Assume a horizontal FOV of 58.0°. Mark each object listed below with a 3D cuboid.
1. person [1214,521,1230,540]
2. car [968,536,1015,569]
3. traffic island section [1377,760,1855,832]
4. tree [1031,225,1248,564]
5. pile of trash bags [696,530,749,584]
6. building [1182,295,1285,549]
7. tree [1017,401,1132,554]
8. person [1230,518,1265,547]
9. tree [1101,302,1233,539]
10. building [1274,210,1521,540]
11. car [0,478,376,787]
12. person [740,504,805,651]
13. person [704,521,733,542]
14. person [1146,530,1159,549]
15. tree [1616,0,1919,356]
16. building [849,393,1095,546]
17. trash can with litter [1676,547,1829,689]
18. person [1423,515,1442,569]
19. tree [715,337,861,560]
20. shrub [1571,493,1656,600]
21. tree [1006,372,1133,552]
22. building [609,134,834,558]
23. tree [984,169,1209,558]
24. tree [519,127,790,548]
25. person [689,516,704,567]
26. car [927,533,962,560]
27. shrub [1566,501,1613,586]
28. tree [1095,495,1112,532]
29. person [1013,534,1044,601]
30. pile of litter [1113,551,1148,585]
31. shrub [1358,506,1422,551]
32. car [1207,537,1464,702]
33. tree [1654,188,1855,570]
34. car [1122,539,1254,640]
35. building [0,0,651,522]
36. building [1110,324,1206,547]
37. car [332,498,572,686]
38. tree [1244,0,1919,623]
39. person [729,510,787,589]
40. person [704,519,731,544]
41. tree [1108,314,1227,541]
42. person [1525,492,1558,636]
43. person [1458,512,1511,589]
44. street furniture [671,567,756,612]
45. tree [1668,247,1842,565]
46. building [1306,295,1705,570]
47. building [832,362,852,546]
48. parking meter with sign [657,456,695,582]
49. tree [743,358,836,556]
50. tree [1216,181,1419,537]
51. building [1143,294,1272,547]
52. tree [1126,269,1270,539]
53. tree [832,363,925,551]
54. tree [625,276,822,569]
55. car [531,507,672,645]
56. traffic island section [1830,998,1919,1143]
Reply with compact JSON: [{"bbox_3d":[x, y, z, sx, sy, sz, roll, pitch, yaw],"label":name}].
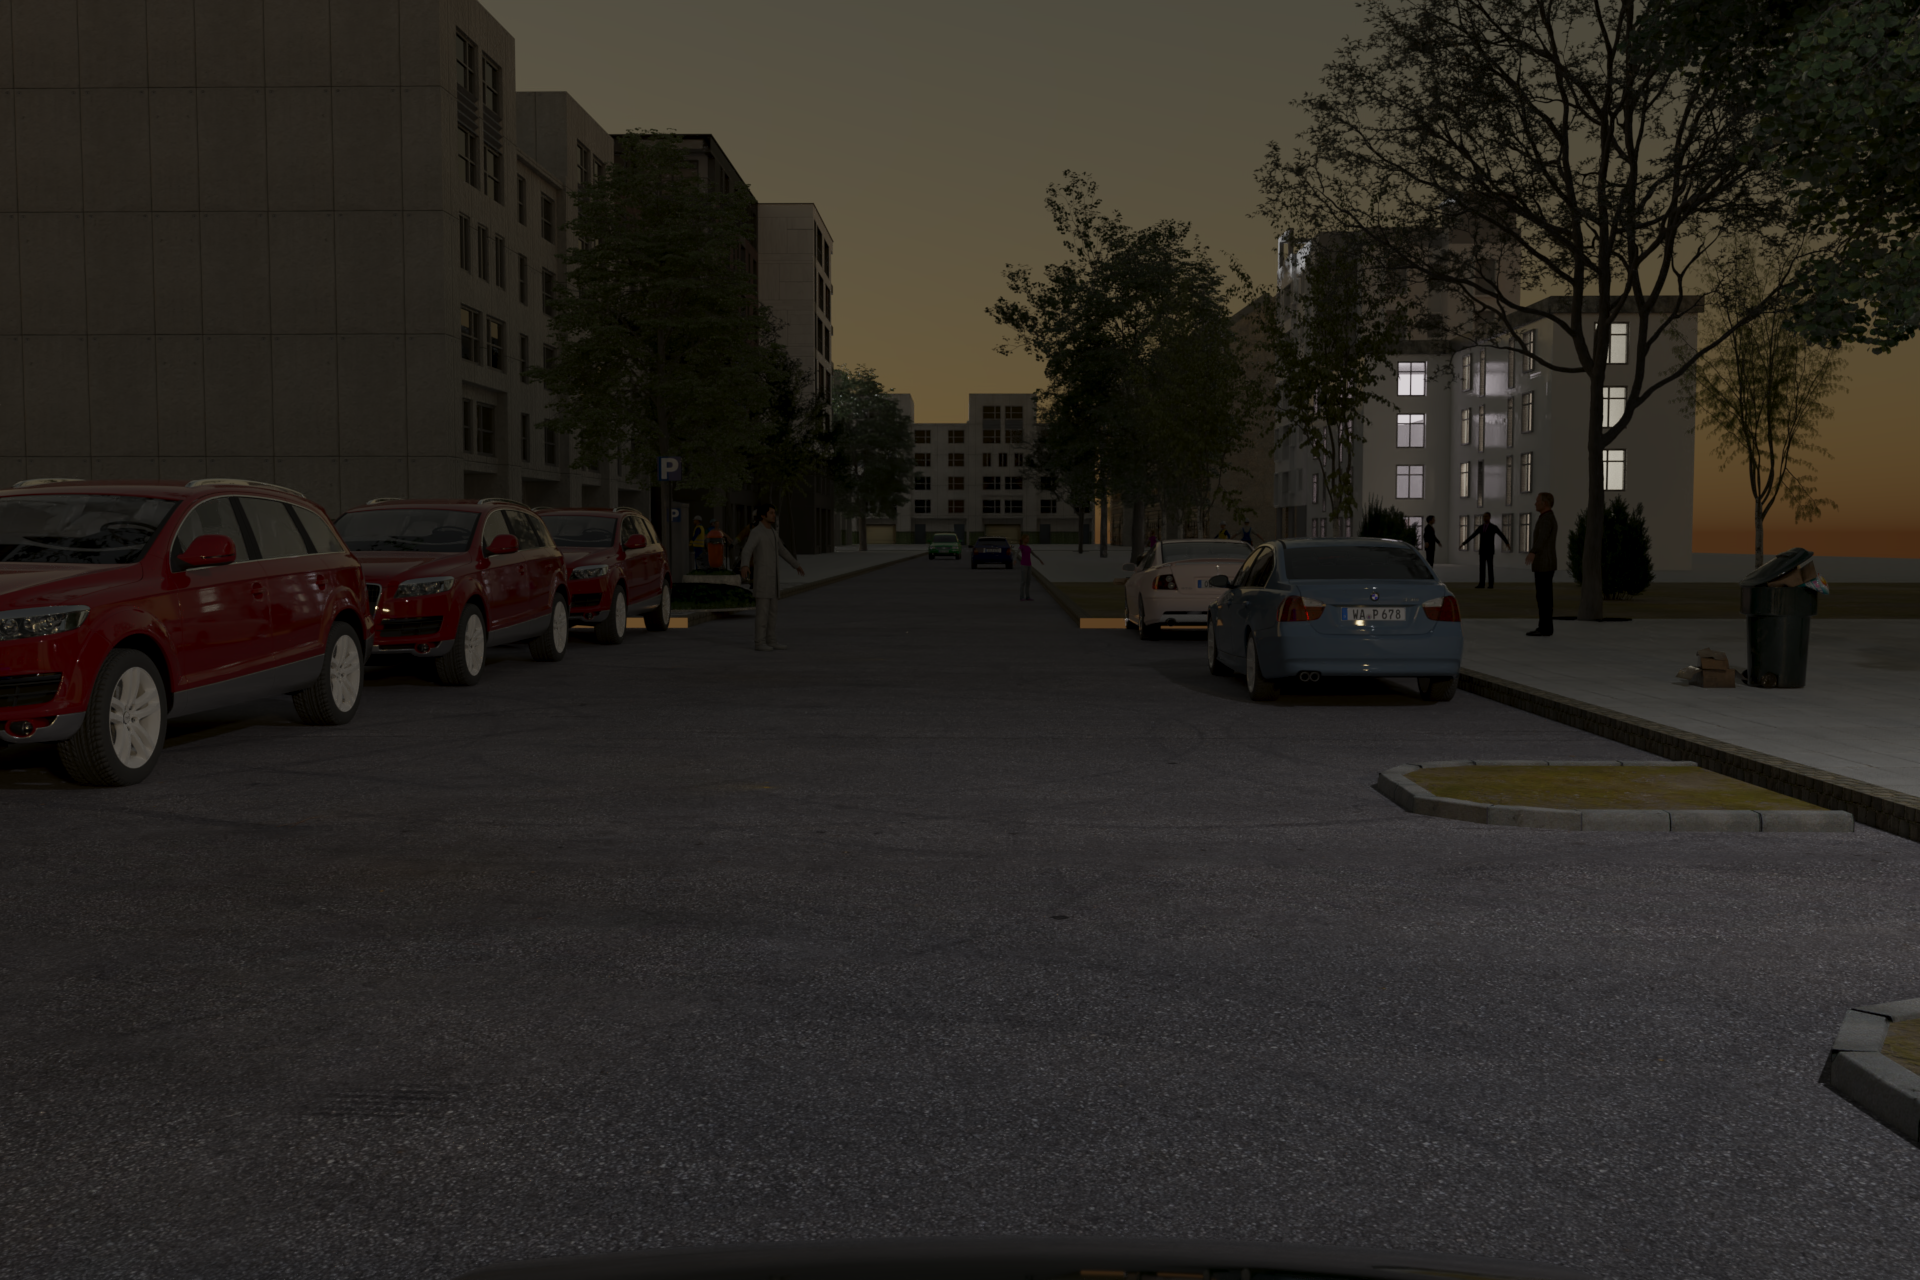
[{"bbox_3d":[9.837,-3.599,65.308,0.721,1.772,1.216,-2,4,-26],"label":"person"},{"bbox_3d":[1.314,-3.634,72.002,1.945,1.354,3.894,0,4,0],"label":"car"},{"bbox_3d":[3.330,0.828,9.336,1.991,0.108,1.994,0,4,2],"label":"traffic island section"},{"bbox_3d":[7.620,-10.181,73.118,9.857,13.997,8.962,0,3,0],"label":"tree"},{"bbox_3d":[-6.017,-2.130,44.575,1.912,1.369,3.447,0,4,2],"label":"pile of trash bags"},{"bbox_3d":[29.454,-19.403,148.174,19.493,23.208,18.063,0,4,1],"label":"building"},{"bbox_3d":[7.855,-10.903,112.680,8.767,10.594,7.601,0,4,3],"label":"tree"},{"bbox_3d":[9.932,-3.314,60.037,1.347,1.847,0.705,1,4,9],"label":"person"},{"bbox_3d":[7.161,-6.365,54.423,4.360,8.622,3.978,0,3,0],"label":"tree"},{"bbox_3d":[24.913,-15.388,108.007,16.016,20.090,11.380,0,4,1],"label":"building"},{"bbox_3d":[-5.652,-0.175,11.528,2.281,1.827,5.304,0,4,2],"label":"car"},{"bbox_3d":[-2.359,-0.778,21.360,0.705,1.806,1.347,2,4,26],"label":"person"},{"bbox_3d":[-8.115,-3.135,58.064,1.217,1.733,0.721,-2,4,-32],"label":"person"},{"bbox_3d":[7.113,-3.306,63.323,0.599,1.433,0.991,-3,4,-36],"label":"person"},{"bbox_3d":[9.402,-6.499,12.911,9.857,13.997,8.962,0,3,0],"label":"tree"},{"bbox_3d":[1.152,-21.735,224.287,31.486,18.905,16.747,0,4,0],"label":"building"},{"bbox_3d":[6.613,-0.188,14.466,1.055,1.170,0.624,0,4,1],"label":"trash can with litter"},{"bbox_3d":[13.151,-2.578,48.332,0.705,1.806,1.347,2,4,32],"label":"person"},{"bbox_3d":[-8.128,-9.010,81.720,7.601,10.594,8.767,2,4,28],"label":"tree"},{"bbox_3d":[12.745,-1.817,33.752,1.661,2.075,1.752,0,3,0],"label":"shrub"},{"bbox_3d":[8.504,-13.041,123.591,12.009,13.543,11.850,0,3,0],"label":"tree"},{"bbox_3d":[-22.981,-15.977,105.193,27.936,21.610,32.646,0,4,1],"label":"building"},{"bbox_3d":[6.424,-14.494,92.864,12.611,20.169,13.585,0,3,0],"label":"tree"},{"bbox_3d":[-8.702,-8.030,49.424,7.486,12.596,7.792,0,3,0],"label":"tree"},{"bbox_3d":[-7.893,-2.817,52.026,0.705,1.833,1.349,0,4,4],"label":"person"},{"bbox_3d":[-0.840,-5.458,98.038,1.959,1.807,4.718,0,4,2],"label":"car"},{"bbox_3d":[15.239,-2.273,41.210,1.661,2.075,1.752,0,3,0],"label":"shrub"},{"bbox_3d":[19.662,-16.419,218.804,4.360,8.622,3.978,0,3,0],"label":"tree"},{"bbox_3d":[1.452,-1.547,37.009,0.599,1.433,0.991,3,5,41],"label":"person"},{"bbox_3d":[4.444,-1.821,43.740,1.176,0.858,1.719,0,4,0],"label":"pile of litter"},{"bbox_3d":[11.307,-2.541,45.594,1.661,2.075,1.752,0,3,0],"label":"shrub"},{"bbox_3d":[3.382,-0.252,16.119,2.014,1.417,4.499,0,4,1],"label":"car"},{"bbox_3d":[17.186,-5.293,36.900,4.360,8.622,3.978,0,3,0],"label":"tree"},{"bbox_3d":[3.384,-0.754,24.690,2.083,1.381,4.827,0,4,2],"label":"car"},{"bbox_3d":[-24.047,-12.434,69.747,16.747,18.905,31.486,0,4,1],"label":"building"},{"bbox_3d":[26.071,-21.699,185.707,19.493,23.208,18.063,0,4,1],"label":"building"},{"bbox_3d":[-5.531,-0.570,17.995,2.281,1.827,5.304,0,4,2],"label":"car"},{"bbox_3d":[9.506,-7.030,25.311,12.009,13.543,11.850,0,3,0],"label":"tree"},{"bbox_3d":[-4.688,-2.101,40.113,1.354,1.858,0.705,-1,4,-13],"label":"person"},{"bbox_3d":[-8.672,-3.362,61.092,1.347,1.817,0.704,-3,5,-42],"label":"person"},{"bbox_3d":[6.747,-6.647,59.043,4.360,8.622,3.978,0,3,0],"label":"tree"},{"bbox_3d":[7.334,-0.957,21.827,0.705,1.807,1.348,2,4,26],"label":"person"},{"bbox_3d":[12.389,-2.114,40.792,0.704,1.802,1.346,-3,5,-42],"label":"person"},{"bbox_3d":[-8.454,-0.915,30.582,10.072,0.657,5.734,0,4,-2],"label":"street furniture"},{"bbox_3d":[20.616,-5.737,44.168,4.360,8.622,3.978,0,3,0],"label":"tree"},{"bbox_3d":[21.923,-8.134,75.135,9.099,9.664,28.070,0,4,1],"label":"building"},{"bbox_3d":[-21.292,-19.602,186.954,16.747,18.905,31.486,0,4,1],"label":"building"},{"bbox_3d":[-6.470,-2.661,39.766,0.543,3.016,1.738,0,4,3],"label":"parking meter with sign"},{"bbox_3d":[-7.612,-7.516,73.245,4.737,8.622,4.395,0,3,0],"label":"tree"},{"bbox_3d":[7.491,-5.193,35.270,4.737,8.622,4.395,0,3,0],"label":"tree"},{"bbox_3d":[27.901,-20.554,166.989,19.493,23.208,18.063,0,4,1],"label":"building"},{"bbox_3d":[6.679,-5.970,47.978,4.737,8.622,4.395,0,3,0],"label":"tree"},{"bbox_3d":[-7.133,-13.573,128.577,9.857,13.997,8.962,0,3,0],"label":"tree"},{"bbox_3d":[-8.594,-7.845,62.673,7.601,10.594,8.767,-1,4,-9],"label":"tree"},{"bbox_3d":[-5.366,-0.945,24.121,2.281,1.827,5.304,0,4,1],"label":"car"},{"bbox_3d":[3.249,1.148,4.098,1.991,0.108,1.994,0,4,1],"label":"traffic island section"}]
